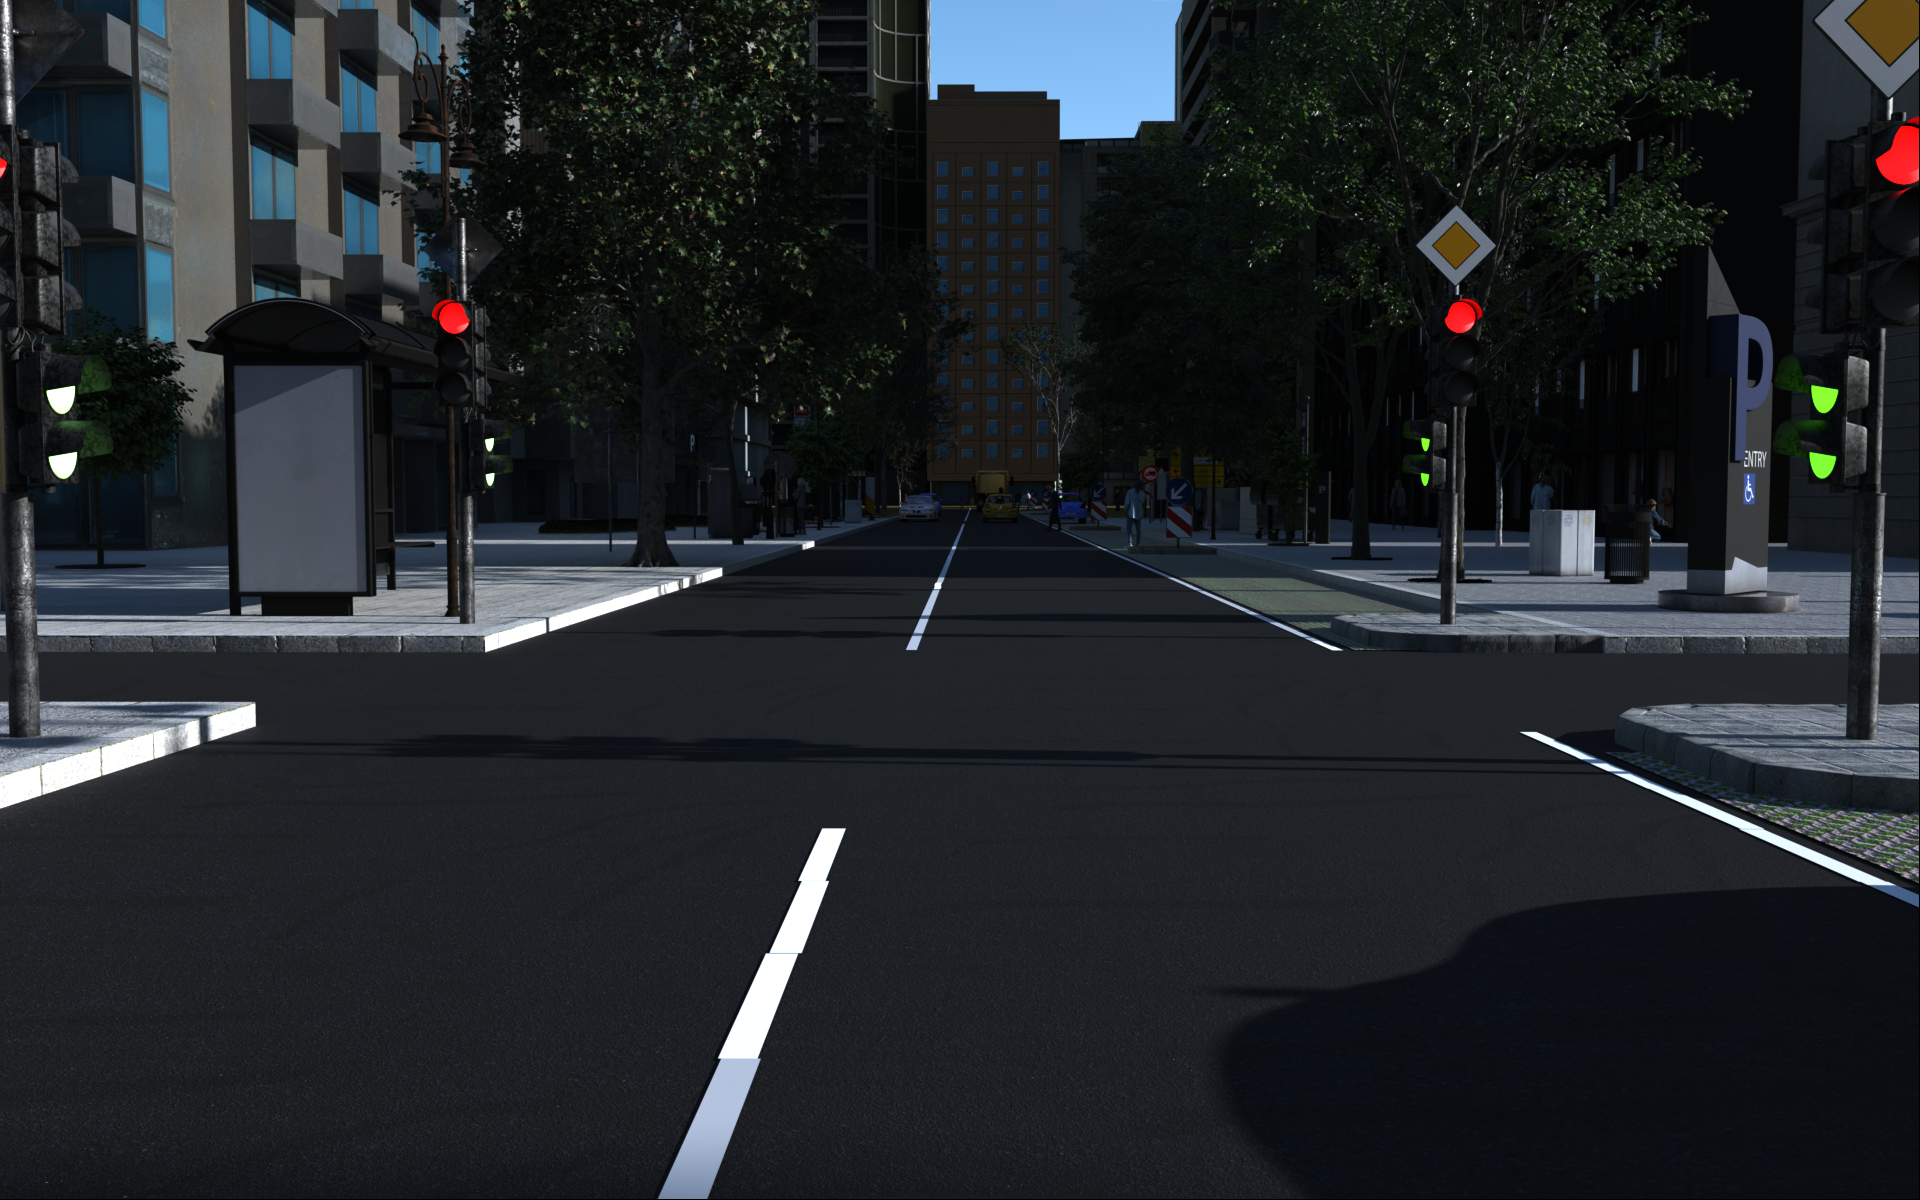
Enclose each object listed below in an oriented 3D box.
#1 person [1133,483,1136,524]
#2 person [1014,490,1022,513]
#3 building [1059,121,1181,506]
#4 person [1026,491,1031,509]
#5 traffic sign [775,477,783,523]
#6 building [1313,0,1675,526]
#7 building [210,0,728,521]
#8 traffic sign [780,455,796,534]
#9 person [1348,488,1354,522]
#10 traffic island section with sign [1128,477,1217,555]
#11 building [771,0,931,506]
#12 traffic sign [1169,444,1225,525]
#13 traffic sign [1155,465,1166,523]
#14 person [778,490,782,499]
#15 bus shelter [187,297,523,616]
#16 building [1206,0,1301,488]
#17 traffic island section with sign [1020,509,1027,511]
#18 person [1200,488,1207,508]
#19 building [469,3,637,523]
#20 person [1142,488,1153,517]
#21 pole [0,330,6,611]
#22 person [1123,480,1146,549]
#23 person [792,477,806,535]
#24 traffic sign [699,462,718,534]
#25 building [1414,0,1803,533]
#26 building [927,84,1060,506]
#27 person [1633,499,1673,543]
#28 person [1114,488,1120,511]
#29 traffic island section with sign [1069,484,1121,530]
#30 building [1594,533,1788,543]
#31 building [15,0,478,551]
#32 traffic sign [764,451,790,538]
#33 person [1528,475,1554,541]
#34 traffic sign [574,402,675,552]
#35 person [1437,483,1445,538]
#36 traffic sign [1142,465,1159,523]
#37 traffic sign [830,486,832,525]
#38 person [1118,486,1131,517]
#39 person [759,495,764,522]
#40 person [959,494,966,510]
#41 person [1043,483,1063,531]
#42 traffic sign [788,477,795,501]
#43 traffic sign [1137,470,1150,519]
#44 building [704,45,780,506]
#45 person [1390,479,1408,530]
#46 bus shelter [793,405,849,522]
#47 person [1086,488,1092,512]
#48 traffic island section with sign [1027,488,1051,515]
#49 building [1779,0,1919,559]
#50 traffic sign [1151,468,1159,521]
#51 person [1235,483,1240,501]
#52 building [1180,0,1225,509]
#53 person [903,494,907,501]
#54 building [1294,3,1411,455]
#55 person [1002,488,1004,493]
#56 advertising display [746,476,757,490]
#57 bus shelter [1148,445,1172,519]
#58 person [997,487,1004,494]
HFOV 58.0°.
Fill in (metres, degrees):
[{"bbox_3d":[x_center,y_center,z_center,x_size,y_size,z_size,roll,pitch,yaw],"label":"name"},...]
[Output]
[{"bbox_3d":[7.457,-4.138,74.047,0.444,1.785,0.601,0,4,6],"label":"person"},{"bbox_3d":[4.257,-7.303,128.354,0.683,1.767,0.568,1,4,9],"label":"person"},{"bbox_3d":[17.767,-31.168,193.188,14.086,41.232,14.154,0,4,1],"label":"building"},{"bbox_3d":[6.360,-9.370,162.630,0.436,1.711,0.756,3,5,42],"label":"person"},{"bbox_3d":[-8.139,-4.675,76.544,0.768,2.556,0.104,0,4,7],"label":"traffic sign"},{"bbox_3d":[24.972,-15.563,84.141,12.332,23.373,15.834,0,4,1],"label":"building"},{"bbox_3d":[-27.514,-29.807,106.955,23.786,49.044,30.456,0,4,1],"label":"building"},{"bbox_3d":[-5.701,-3.432,56.226,0.768,2.556,0.104,0,4,6],"label":"traffic sign"},{"bbox_3d":[18.114,-4.479,79.392,0.709,1.813,0.853,2,4,26],"label":"person"},{"bbox_3d":[5.071,-2.022,41.684,1.989,1.847,2.006,0,4,1],"label":"traffic island section with sign"},{"bbox_3d":[-13.810,-46.299,195.244,20.611,71.187,20.563,0,4,1],"label":"building"},{"bbox_3d":[9.737,-4.725,71.129,2.265,3.308,0.079,1,4,9],"label":"traffic sign"},{"bbox_3d":[8.927,-4.698,76.822,0.884,2.594,0.081,0,4,5],"label":"traffic sign"},{"bbox_3d":[-18.222,-10.085,173.348,0.705,1.831,1.348,-2,4,-32],"label":"person"},{"bbox_3d":[-6.919,-1.634,20.639,2.014,3.302,5.546,0,4,1],"label":"bus shelter"},{"bbox_3d":[28.898,-28.484,120.344,22.147,44.769,28.867,0,4,1],"label":"building"},{"bbox_3d":[6.061,-8.389,145.790,1.989,1.847,2.006,0,4,1],"label":"traffic island section with sign"},{"bbox_3d":[16.365,-6.811,117.485,1.350,1.814,0.705,-3,4,-37],"label":"person"},{"bbox_3d":[-23.603,-24.306,80.990,14.154,41.232,14.086,0,4,1],"label":"building"},{"bbox_3d":[10.140,-5.477,95.531,1.348,1.831,0.705,-1,4,-21],"label":"person"},{"bbox_3d":[-10.402,-1.533,18.909,0.158,3.312,0.155,0,3,0],"label":"pole"},{"bbox_3d":[4.539,-2.219,45.053,0.793,1.790,0.793,3,4,39],"label":"person"},{"bbox_3d":[-5.036,-2.924,54.028,0.526,1.800,0.537,2,4,24],"label":"person"},{"bbox_3d":[-8.048,-3.259,55.409,0.606,2.300,0.079,0,4,2],"label":"traffic sign"},{"bbox_3d":[23.973,-14.597,68.345,12.332,23.373,15.834,0,4,1],"label":"building"},{"bbox_3d":[3.622,-33.198,192.900,14.200,45.320,14.600,0,4,1],"label":"building"},{"bbox_3d":[18.036,-2.073,45.437,0.738,1.151,1.012,-3,5,-39],"label":"person"},{"bbox_3d":[12.019,-7.691,132.599,0.445,1.727,0.742,0,4,-1],"label":"person"},{"bbox_3d":[5.329,-3.670,68.638,1.989,1.847,2.006,0,4,1],"label":"traffic island section with sign"},{"bbox_3d":[25.009,-13.621,52.386,12.332,23.373,15.834,0,4,1],"label":"building"},{"bbox_3d":[-27.727,-26.359,50.575,23.786,49.044,30.456,0,4,1],"label":"building"},{"bbox_3d":[-5.394,-3.112,50.983,0.768,2.556,0.104,0,4,8],"label":"traffic sign"},{"bbox_3d":[15.694,-2.477,46.805,0.793,1.790,0.793,-1,4,-17],"label":"person"},{"bbox_3d":[-7.456,-2.725,38.432,2.265,3.308,0.079,0,4,4],"label":"traffic sign"},{"bbox_3d":[14.313,-2.735,50.940,0.466,1.800,0.511,-2,4,-35],"label":"person"},{"bbox_3d":[8.318,-4.620,75.635,0.768,2.556,0.104,1,4,9],"label":"traffic sign"},{"bbox_3d":[-5.313,-4.359,71.375,0.768,2.556,0.104,0,4,6],"label":"traffic sign"},{"bbox_3d":[9.460,-5.515,96.896,1.217,1.739,0.721,0,4,0],"label":"person"},{"bbox_3d":[-9.291,-4.272,80.557,0.362,1.253,0.373,-2,4,-29],"label":"person"},{"bbox_3d":[0.226,-9.047,159.640,0.991,1.433,0.599,-3,5,-40],"label":"person"},{"bbox_3d":[3.576,-3.580,66.816,0.755,1.850,0.659,0,4,-1],"label":"person"},{"bbox_3d":[-6.789,-4.358,71.351,0.768,2.556,0.104,0,4,1],"label":"traffic sign"},{"bbox_3d":[9.592,-5.500,90.023,0.768,2.556,0.104,0,4,3],"label":"traffic sign"},{"bbox_3d":[-29.189,-33.831,142.371,27.495,52.752,28.713,0,4,1],"label":"building"},{"bbox_3d":[15.522,-3.356,61.090,0.709,1.800,0.728,3,5,42],"label":"person"},{"bbox_3d":[-6.339,-6.276,80.243,2.179,5.291,8.768,0,4,0],"label":"bus shelter"},{"bbox_3d":[9.437,-7.242,125.166,0.721,1.735,1.217,-2,4,-30],"label":"person"},{"bbox_3d":[5.809,-6.741,118.836,1.989,1.847,2.006,0,4,1],"label":"traffic island section with sign"},{"bbox_3d":[30.458,-11.700,33.092,24.055,21.916,13.314,0,4,1],"label":"building"},{"bbox_3d":[9.072,-4.959,81.179,0.768,2.556,0.104,0,4,8],"label":"traffic sign"},{"bbox_3d":[14.049,-4.978,87.405,0.622,1.834,0.822,-2,4,-29],"label":"person"},{"bbox_3d":[30.374,-31.912,145.456,21.300,48.544,21.600,0,4,1],"label":"building"},{"bbox_3d":[-5.473,-9.793,171.832,0.599,1.433,0.991,-1,4,-17],"label":"person"},{"bbox_3d":[26.339,-20.040,99.356,14.160,30.474,14.107,0,4,1],"label":"building"},{"bbox_3d":[2.919,-6.858,120.614,0.705,1.826,1.348,-1,4,-14],"label":"person"},{"bbox_3d":[-7.494,-3.485,62.198,0.123,1.923,0.974,-1,4,-22],"label":"advertising display"},{"bbox_3d":[10.534,-5.820,86.439,1.731,3.624,6.357,0,4,0],"label":"bus shelter"},{"bbox_3d":[2.318,-5.501,98.405,1.348,1.831,0.705,1,4,13],"label":"person"}]
